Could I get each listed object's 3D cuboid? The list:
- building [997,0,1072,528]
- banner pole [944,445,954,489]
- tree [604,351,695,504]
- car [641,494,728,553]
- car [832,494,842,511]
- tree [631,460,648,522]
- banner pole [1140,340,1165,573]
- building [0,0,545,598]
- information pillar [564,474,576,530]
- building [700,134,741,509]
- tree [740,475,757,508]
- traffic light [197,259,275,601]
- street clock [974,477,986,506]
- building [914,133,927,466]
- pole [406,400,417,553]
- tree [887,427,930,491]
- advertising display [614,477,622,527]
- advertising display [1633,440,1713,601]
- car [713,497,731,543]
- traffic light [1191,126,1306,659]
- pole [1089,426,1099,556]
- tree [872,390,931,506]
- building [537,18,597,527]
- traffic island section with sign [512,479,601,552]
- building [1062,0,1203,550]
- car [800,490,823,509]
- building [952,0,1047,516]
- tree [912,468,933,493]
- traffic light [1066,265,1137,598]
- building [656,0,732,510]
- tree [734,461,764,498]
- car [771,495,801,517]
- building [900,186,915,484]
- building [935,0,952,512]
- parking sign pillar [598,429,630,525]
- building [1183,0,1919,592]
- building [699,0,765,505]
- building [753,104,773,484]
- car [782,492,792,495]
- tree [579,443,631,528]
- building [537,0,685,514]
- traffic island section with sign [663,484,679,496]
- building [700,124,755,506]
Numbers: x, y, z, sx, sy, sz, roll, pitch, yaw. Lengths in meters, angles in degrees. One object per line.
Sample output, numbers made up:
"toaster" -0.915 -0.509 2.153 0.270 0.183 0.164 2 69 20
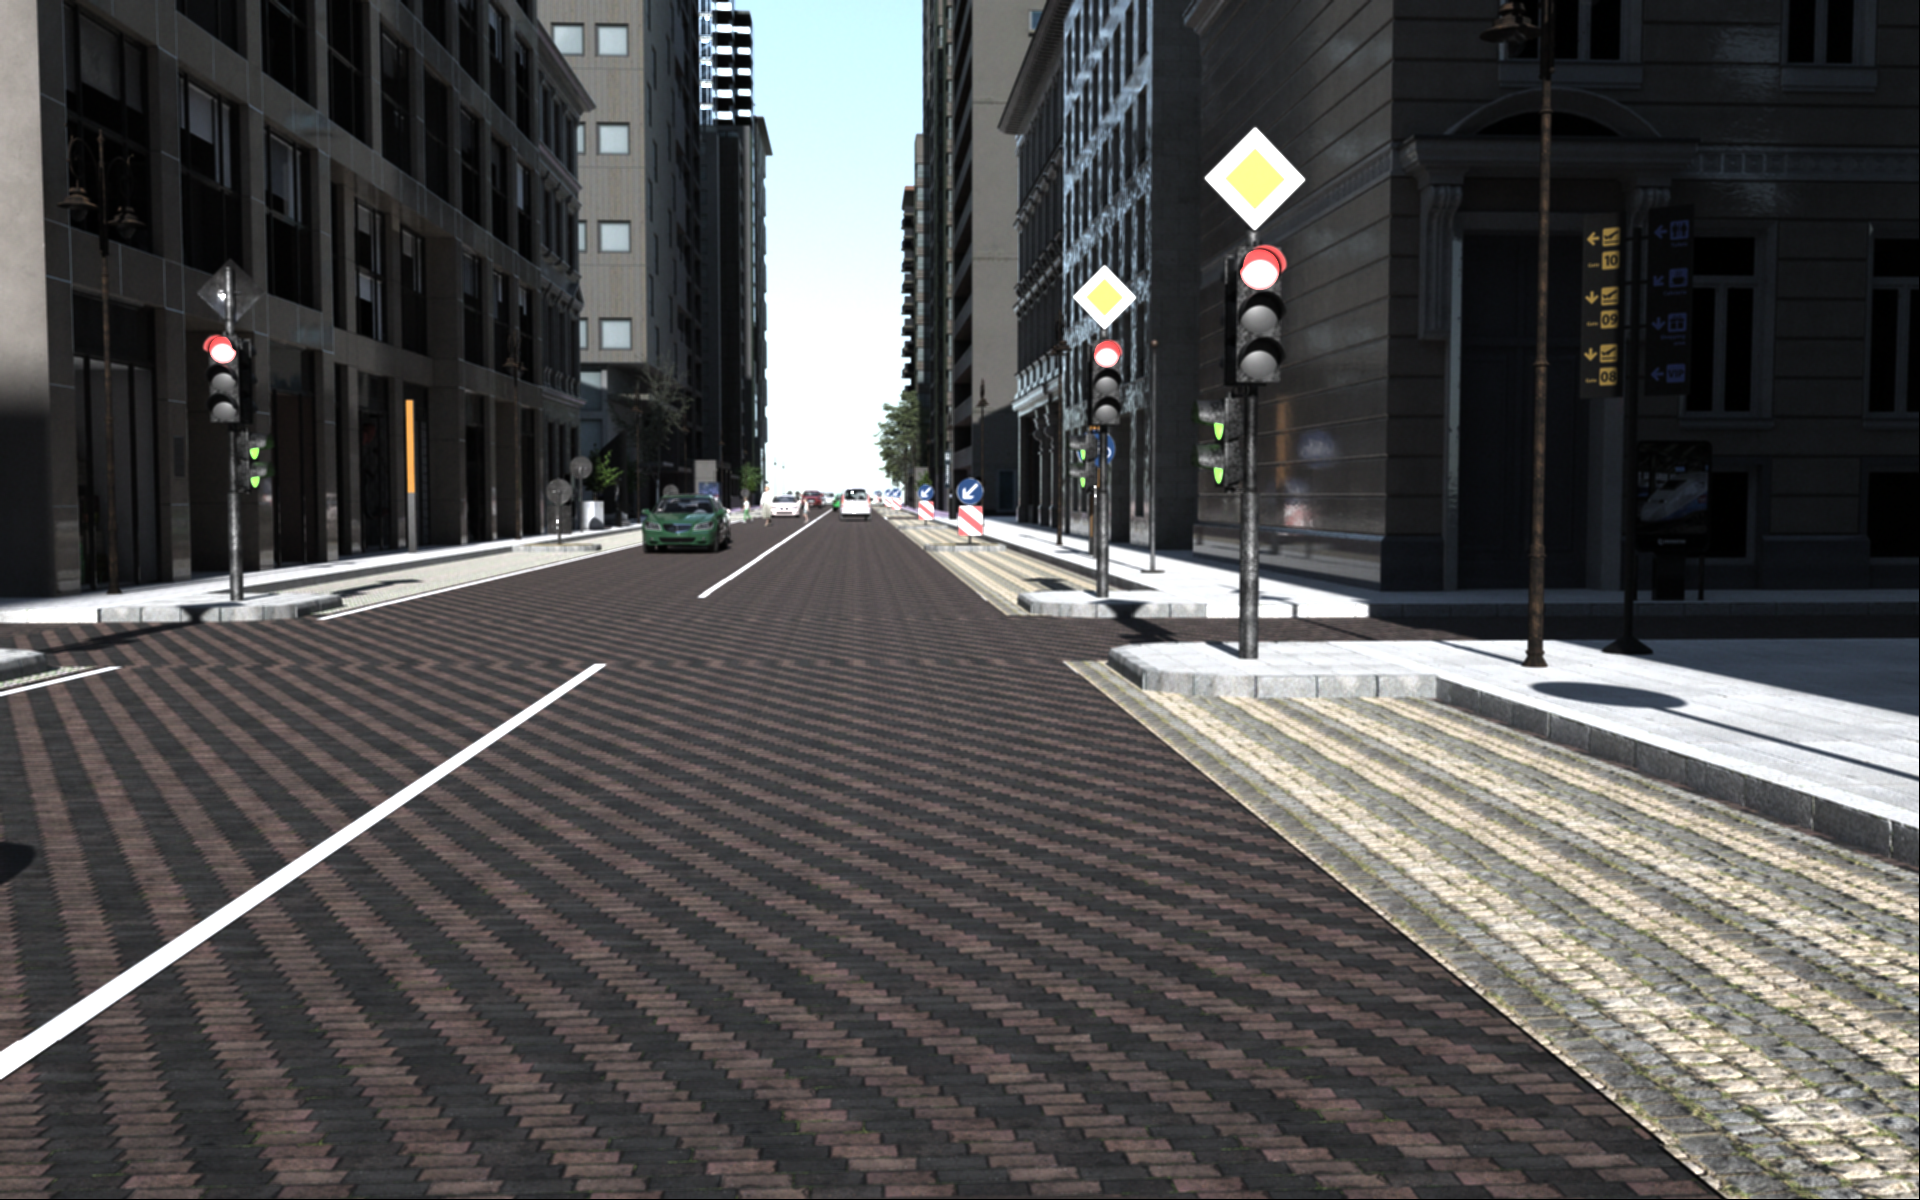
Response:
"building" 7.045 -13.797 76.492 10.553 20.767 40.483 0 4 -3
"banner pole" -0.534 -6.012 88.305 0.401 3.779 0.863 3 5 39
"tree" -15.600 -8.413 87.916 4.360 8.622 3.978 0 3 0
"car" -6.887 -1.951 43.690 2.131 1.459 4.920 0 4 -3
"car" -9.701 -8.310 144.670 1.959 1.807 4.718 0 4 -2
"tree" -15.391 -5.279 80.917 1.663 3.219 1.824 0 3 0
"banner pole" 3.165 -2.351 28.451 0.401 3.779 0.863 0 4 3
"building" -21.828 -14.222 37.039 19.350 26.468 34.151 0 4 -3
"information pillar" -14.031 -3.532 62.247 0.304 2.012 0.304 1 4 16
"building" -36.456 -28.330 155.080 32.217 40.220 23.993 0 4 -3
"tree" -19.225 -10.116 159.999 1.663 3.219 1.824 0 3 0
"traffic light" -8.691 -1.946 20.739 0.839 4.253 0.868 0 4 -3
"street clock" 0.800 -4.098 71.566 0.471 2.002 0.358 2 4 26
"building" 1.722 -31.567 199.713 14.154 41.232 14.086 0 4 -3
"pole" -11.905 -2.676 37.591 0.158 3.312 0.155 0 3 0
"tree" -5.247 -14.164 181.937 4.360 8.622 3.978 0 3 0
"advertising display" -13.265 -3.793 67.223 0.123 1.923 0.974 -1 4 -22
"advertising display" 8.543 -0.956 20.840 0.974 1.923 0.123 0 4 -7
"car" -7.599 -2.284 49.706 2.083 1.381 4.827 0 4 -5
"traffic light" 2.235 -1.498 13.416 0.839 4.253 0.868 0 4 -3
"pole" 2.802 -2.584 36.093 0.158 3.312 0.155 0 3 0
"tree" -5.756 -16.546 188.652 7.486 12.596 7.792 0 3 0
"building" -20.940 -13.988 64.861 11.583 22.565 21.152 0 4 -3
"traffic island section with sign" -10.109 -2.139 43.604 1.989 1.847 2.006 0 4 -3
"building" 9.031 -11.817 47.956 10.420 20.320 16.860 0 4 -3
"car" -14.548 -9.858 169.852 2.281 1.827 5.304 0 4 -4
"building" 10.720 -29.813 111.145 21.300 48.544 21.600 0 4 -3
"tree" -2.487 -8.133 127.569 1.663 3.219 1.824 0 3 0
"traffic light" 1.750 -1.986 21.387 0.839 4.253 0.868 0 4 -3
"building" -28.316 -42.433 132.038 20.563 71.187 20.611 0 4 -3
"tree" -21.060 -11.525 172.153 4.285 4.588 4.351 0 3 0
"car" -10.922 -5.839 107.823 2.083 1.381 4.827 0 4 -5
"building" 2.951 -35.911 241.765 22.147 44.769 28.867 0 4 -3
"building" 4.878 -28.126 143.460 14.154 41.232 14.086 0 4 -3
"parking sign pillar" -14.380 -5.082 71.559 1.447 3.967 1.447 3 4 37
"building" 14.860 -14.850 28.707 20.117 28.700 13.634 0 4 -3
"building" -34.534 -54.719 207.328 22.319 86.520 31.000 0 4 -3
"building" -40.425 -39.634 237.248 28.713 52.752 27.495 0 4 -3
"car" -18.409 -10.674 184.303 2.009 1.686 4.222 0 4 -4
"tree" -13.790 -4.329 65.389 1.663 3.219 1.824 0 3 0
"building" -31.744 -31.749 108.342 28.713 52.752 27.495 0 4 -3
"traffic island section with sign" -11.764 -3.793 70.639 1.989 1.847 2.006 0 4 -3
"building" -29.626 -30.750 186.362 14.154 41.232 14.086 0 4 -3
